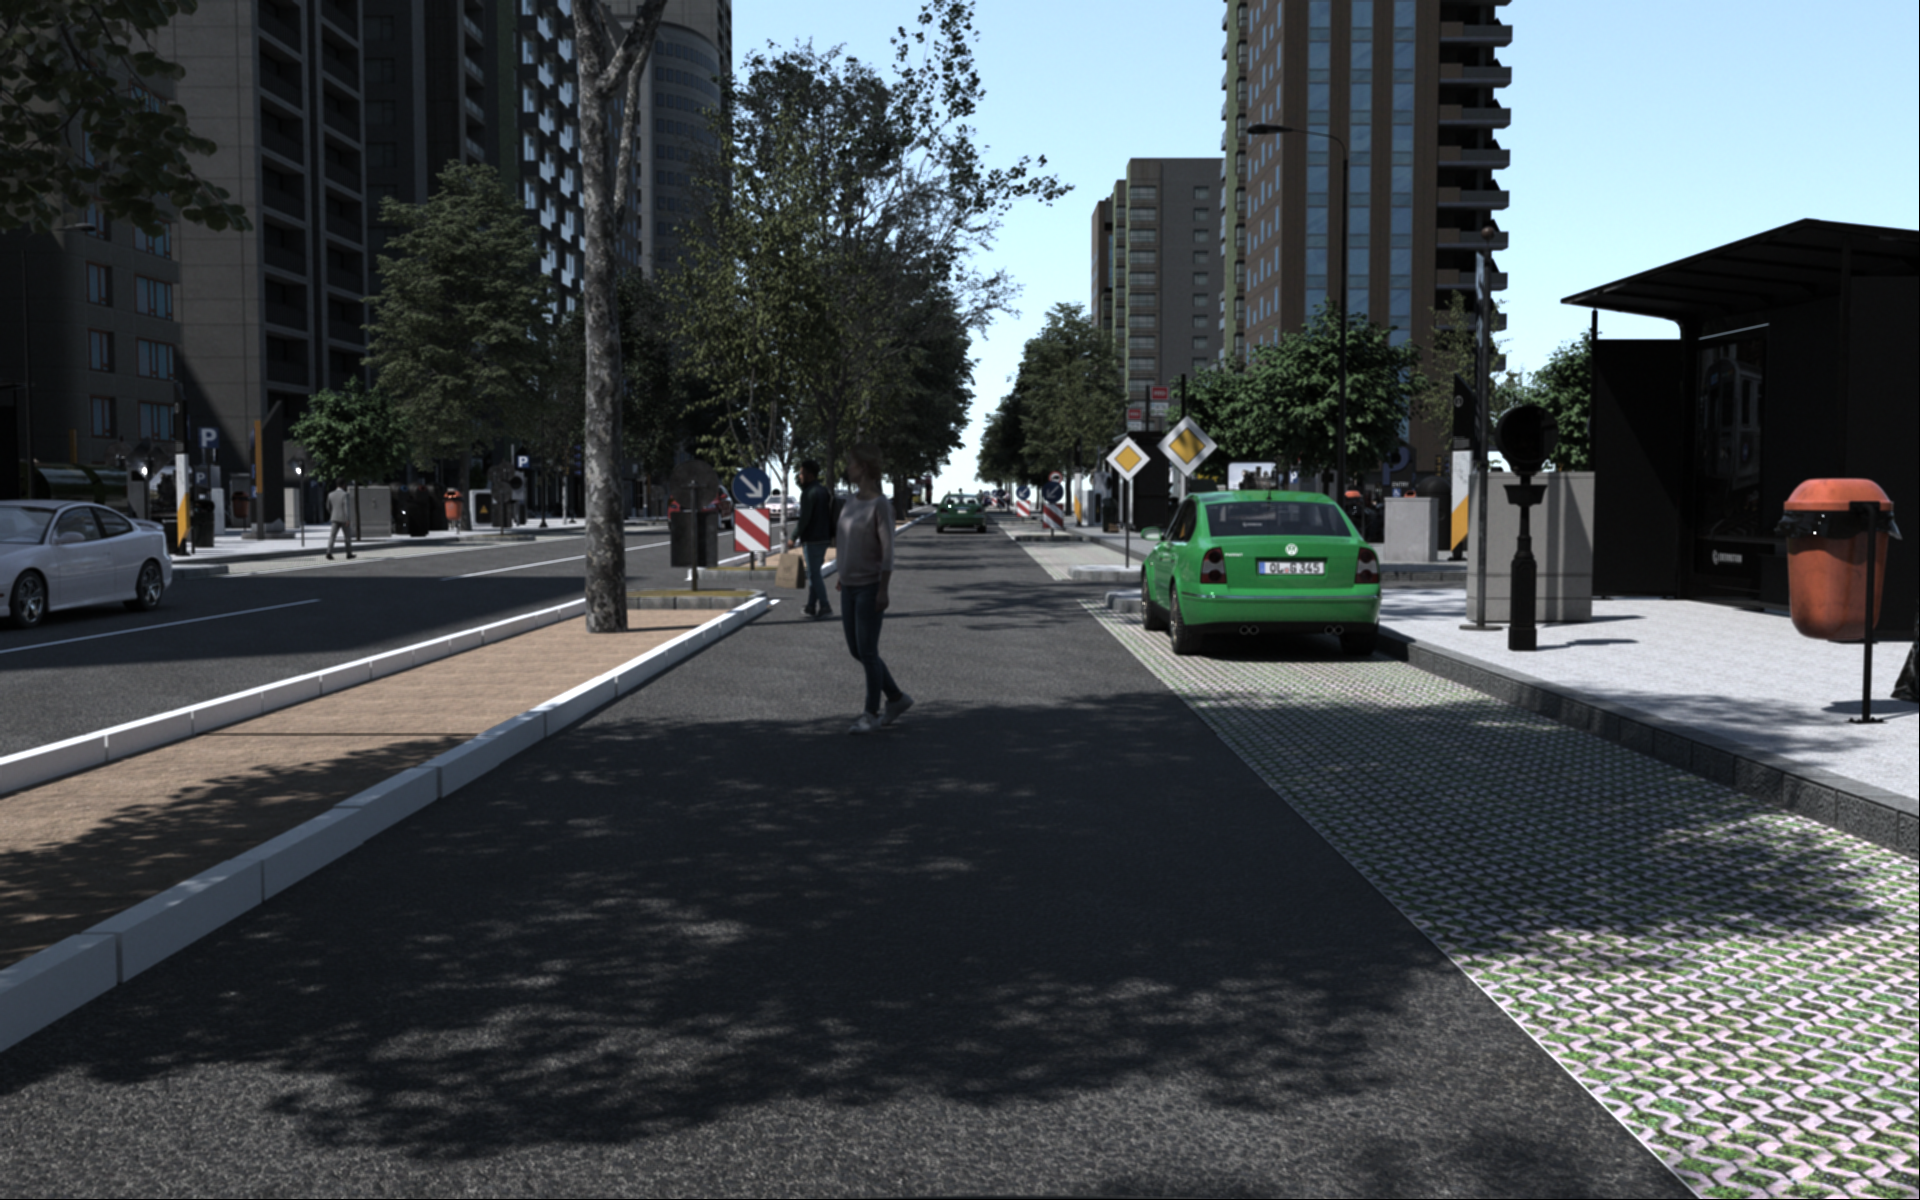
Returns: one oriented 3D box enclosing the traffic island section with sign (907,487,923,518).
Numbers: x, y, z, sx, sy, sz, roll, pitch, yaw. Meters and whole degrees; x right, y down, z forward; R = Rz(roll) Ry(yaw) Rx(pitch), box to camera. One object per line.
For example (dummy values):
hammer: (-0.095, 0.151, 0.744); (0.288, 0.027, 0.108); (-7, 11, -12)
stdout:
traffic island section with sign: (-3.219, -5.913, 104.813); (2.006, 1.907, 1.989); (0, 4, 0)

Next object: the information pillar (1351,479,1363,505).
information pillar: (13.313, -3.276, 58.058); (0.304, 2.012, 0.304); (-1, 4, -13)

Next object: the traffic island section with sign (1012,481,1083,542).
traffic island section with sign: (2.677, -2.694, 52.680); (1.989, 1.847, 2.006); (0, 4, 0)

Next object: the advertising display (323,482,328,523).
advertising display: (-28.710, -4.463, 78.188); (0.123, 1.923, 0.974); (-3, 4, -36)

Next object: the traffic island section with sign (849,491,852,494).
traffic island section with sign: (-13.426, -12.422, 211.723); (1.989, 1.847, 2.006); (0, 4, 0)

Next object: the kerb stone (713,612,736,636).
kerb stone: (-2.463, 0.263, 17.894); (0.120, 0.150, 1.000); (0, 4, 0)

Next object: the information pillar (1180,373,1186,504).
information pillar: (4.363, -2.599, 33.848); (0.183, 3.616, 0.504); (1, 4, 9)

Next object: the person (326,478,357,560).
person: (-13.538, -1.774, 37.785); (0.678, 1.792, 0.850); (1, 4, 15)

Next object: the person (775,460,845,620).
person: (-1.709, -0.691, 19.787); (0.713, 1.824, 0.794); (3, 5, 42)

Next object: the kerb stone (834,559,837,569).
kerb stone: (-2.411, -0.649, 32.820); (0.120, 0.150, 1.000); (0, 4, 0)

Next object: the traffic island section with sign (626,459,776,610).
traffic island section with sign: (-3.519, -0.864, 22.267); (2.006, 1.907, 1.989); (0, 4, 0)

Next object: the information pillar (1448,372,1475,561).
information pillar: (9.622, -2.558, 33.185); (0.183, 3.616, 0.504); (-2, 4, -28)

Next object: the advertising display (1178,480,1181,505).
advertising display: (9.956, -4.477, 78.406); (0.123, 1.923, 0.974); (0, 4, 4)

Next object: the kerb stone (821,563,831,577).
kerb stone: (-2.428, -0.525, 30.772); (0.120, 0.150, 1.000); (0, 4, 0)

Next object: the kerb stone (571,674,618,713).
kerb stone: (-2.498, 0.644, 11.733); (0.120, 0.150, 1.000); (0, 4, 0)

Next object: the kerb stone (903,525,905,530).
kerb stone: (-2.289, -2.716, 66.640); (0.120, 0.150, 1.000); (0, 4, 0)

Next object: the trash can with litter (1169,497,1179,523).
trash can with litter: (8.474, -3.600, 70.253); (0.624, 1.170, 1.055); (-1, 4, -16)

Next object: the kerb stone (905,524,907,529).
kerb stone: (-2.279, -2.844, 68.696); (0.120, 0.150, 1.000); (0, 4, 0)

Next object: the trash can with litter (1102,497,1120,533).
trash can with litter: (5.074, -2.817, 57.447); (0.624, 1.170, 1.055); (-1, 4, -11)

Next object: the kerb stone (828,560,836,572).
kerb stone: (-2.418, -0.587, 31.794); (0.120, 0.150, 1.000); (0, 4, 0)

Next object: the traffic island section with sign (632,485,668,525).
traffic island section with sign: (-13.909, -4.336, 79.519); (1.989, 1.847, 2.006); (0, 4, 0)

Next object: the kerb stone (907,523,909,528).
kerb stone: (-2.281, -2.966, 70.751); (0.120, 0.150, 1.000); (0, 4, 0)

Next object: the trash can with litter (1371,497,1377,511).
trash can with litter: (17.936, -3.923, 75.530); (0.624, 1.170, 1.055); (-2, 4, -32)

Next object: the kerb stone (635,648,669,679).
kerb stone: (-2.485, 0.519, 13.782); (0.120, 0.150, 1.000); (0, 4, 0)

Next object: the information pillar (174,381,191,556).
information pillar: (-16.081, -2.719, 35.803); (0.183, 3.616, 0.504); (-3, 5, -45)

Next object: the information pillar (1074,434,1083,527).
information pillar: (4.654, -4.694, 68.094); (0.183, 3.616, 0.504); (-2, 4, -25)

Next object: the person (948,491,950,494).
person: (-1.233, -11.885, 202.752); (0.705, 1.831, 1.348); (3, 5, 44)

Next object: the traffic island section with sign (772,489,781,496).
traffic island section with sign: (-13.712, -7.391, 129.470); (1.989, 1.847, 2.006); (0, 4, 0)

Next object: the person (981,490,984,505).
person: (2.176, -10.374, 178.104); (0.705, 1.826, 1.348); (-2, 4, -24)

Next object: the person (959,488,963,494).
person: (0.020, -5.743, 102.735); (0.374, 1.781, 0.599); (1, 4, 15)

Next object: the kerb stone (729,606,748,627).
kerb stone: (-2.466, 0.201, 18.916); (0.120, 0.150, 1.000); (0, 4, 0)

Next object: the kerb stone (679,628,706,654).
kerb stone: (-2.478, 0.392, 15.833); (0.120, 0.150, 1.000); (0, 4, 0)

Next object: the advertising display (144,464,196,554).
advertising display: (-16.770, -1.930, 36.772); (0.974, 1.923, 0.123); (-2, 4, -25)

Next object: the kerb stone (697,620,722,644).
kerb stone: (-2.474, 0.330, 16.868); (0.120, 0.150, 1.000); (0, 4, 0)

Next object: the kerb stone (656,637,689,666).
kerb stone: (-2.481, 0.452, 14.804); (0.120, 0.150, 1.000); (0, 4, 0)

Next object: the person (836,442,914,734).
person: (-0.528, -0.083, 10.534); (0.598, 1.740, 0.731); (-3, 5, -43)

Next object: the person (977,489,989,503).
person: (1.633, -8.023, 139.765); (1.350, 1.814, 0.705); (0, 4, -1)

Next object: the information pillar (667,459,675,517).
information pillar: (-16.061, -6.417, 96.265); (0.504, 3.616, 0.183); (2, 4, 35)

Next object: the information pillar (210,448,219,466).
information pillar: (-32.430, -5.130, 75.224); (0.183, 3.616, 0.504); (3, 5, 40)

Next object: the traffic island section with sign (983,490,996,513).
traffic island section with sign: (2.948, -7.419, 129.930); (1.989, 1.847, 2.006); (0, 4, 0)

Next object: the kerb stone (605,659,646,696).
kerb stone: (-2.482, 0.579, 12.755); (0.120, 0.150, 1.000); (0, 4, 0)

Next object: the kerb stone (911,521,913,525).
kerb stone: (-2.255, -3.283, 75.876); (0.120, 0.150, 1.000); (0, 4, 0)

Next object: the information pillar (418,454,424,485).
information pillar: (-28.366, -6.105, 91.172); (0.504, 3.616, 0.183); (3, 5, 42)

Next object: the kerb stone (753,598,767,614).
kerb stone: (-2.460, 0.075, 20.986); (0.120, 0.150, 1.000); (0, 4, 0)

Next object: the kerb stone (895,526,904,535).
kerb stone: (-2.298, -2.649, 65.606); (0.120, 0.150, 1.000); (0, 4, 0)

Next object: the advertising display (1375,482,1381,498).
advertising display: (22.767, -5.366, 92.950); (0.974, 1.923, 0.123); (0, 4, 3)

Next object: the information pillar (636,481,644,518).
information pillar: (-17.346, -5.465, 93.836); (0.304, 2.012, 0.304); (-3, 4, -36)

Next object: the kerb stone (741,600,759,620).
kerb stone: (-2.462, 0.140, 19.949); (0.120, 0.150, 1.000); (0, 4, 0)

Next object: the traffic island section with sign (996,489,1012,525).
traffic island section with sign: (2.782, -4.356, 79.847); (1.989, 1.847, 2.006); (0, 4, 0)

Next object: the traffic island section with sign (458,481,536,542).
traffic island section with sign: (-13.997, -2.687, 52.564); (1.989, 1.847, 2.006); (0, 4, 0)

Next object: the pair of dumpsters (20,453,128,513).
pair of dumpsters: (-20.513, -2.280, 39.777); (1.574, 2.255, 4.437); (0, 4, 0)

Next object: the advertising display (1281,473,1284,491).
advertising display: (9.680, -2.940, 53.280); (0.123, 1.923, 0.974); (3, 4, 39)

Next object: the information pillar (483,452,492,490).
information pillar: (-25.884, -6.334, 94.922); (0.504, 3.616, 0.183); (-1, 4, -20)

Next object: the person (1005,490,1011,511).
person: (3.597, -7.498, 132.035); (0.436, 1.711, 0.756); (3, 5, 44)

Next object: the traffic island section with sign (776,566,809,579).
traffic island section with sign: (-3.482, -1.317, 29.675); (2.006, 1.907, 1.989); (0, 4, 0)

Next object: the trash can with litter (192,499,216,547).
trash can with litter: (-18.263, -1.854, 41.702); (0.624, 1.170, 1.055); (-1, 4, -22)

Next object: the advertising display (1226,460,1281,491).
advertising display: (5.487, -1.673, 32.567); (0.974, 1.923, 0.123); (1, 4, 13)
